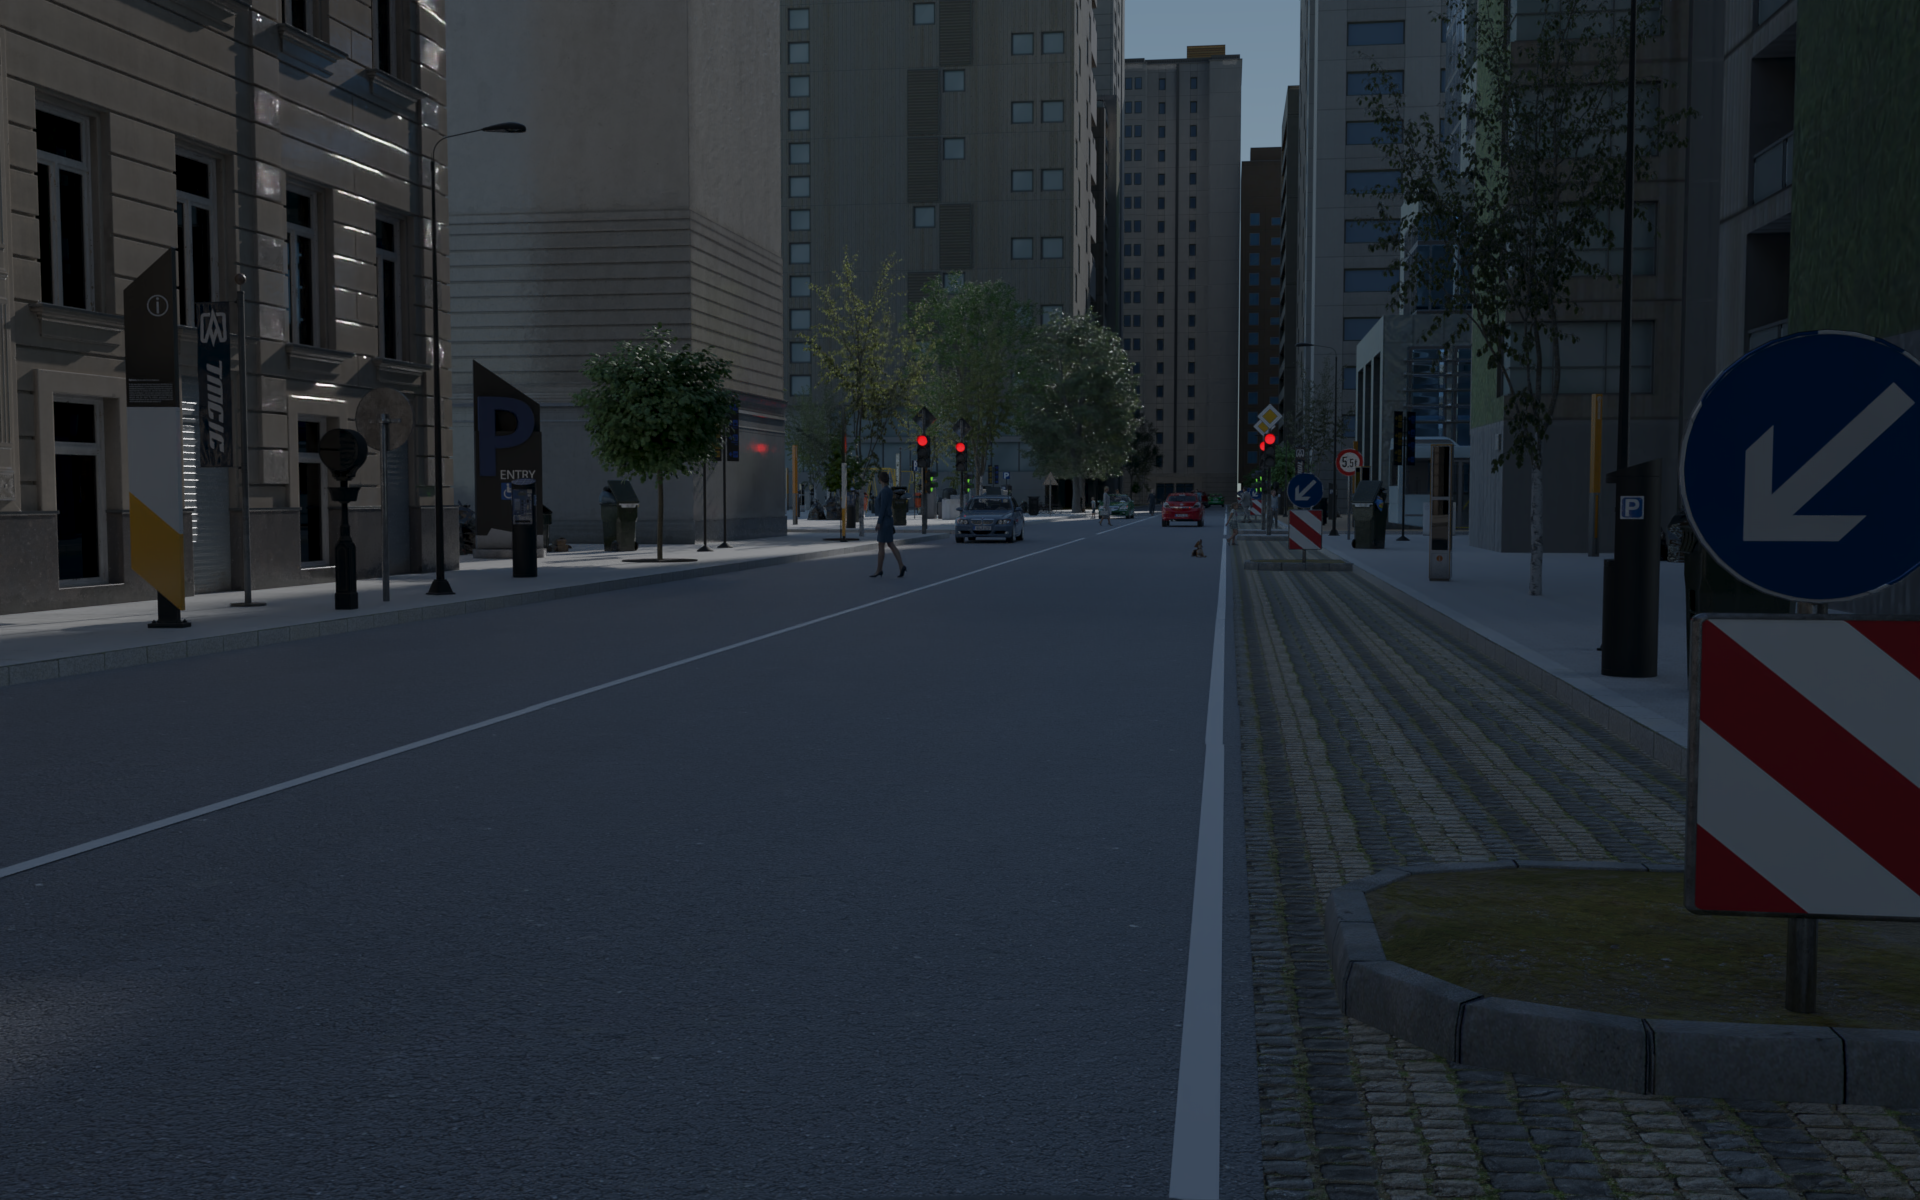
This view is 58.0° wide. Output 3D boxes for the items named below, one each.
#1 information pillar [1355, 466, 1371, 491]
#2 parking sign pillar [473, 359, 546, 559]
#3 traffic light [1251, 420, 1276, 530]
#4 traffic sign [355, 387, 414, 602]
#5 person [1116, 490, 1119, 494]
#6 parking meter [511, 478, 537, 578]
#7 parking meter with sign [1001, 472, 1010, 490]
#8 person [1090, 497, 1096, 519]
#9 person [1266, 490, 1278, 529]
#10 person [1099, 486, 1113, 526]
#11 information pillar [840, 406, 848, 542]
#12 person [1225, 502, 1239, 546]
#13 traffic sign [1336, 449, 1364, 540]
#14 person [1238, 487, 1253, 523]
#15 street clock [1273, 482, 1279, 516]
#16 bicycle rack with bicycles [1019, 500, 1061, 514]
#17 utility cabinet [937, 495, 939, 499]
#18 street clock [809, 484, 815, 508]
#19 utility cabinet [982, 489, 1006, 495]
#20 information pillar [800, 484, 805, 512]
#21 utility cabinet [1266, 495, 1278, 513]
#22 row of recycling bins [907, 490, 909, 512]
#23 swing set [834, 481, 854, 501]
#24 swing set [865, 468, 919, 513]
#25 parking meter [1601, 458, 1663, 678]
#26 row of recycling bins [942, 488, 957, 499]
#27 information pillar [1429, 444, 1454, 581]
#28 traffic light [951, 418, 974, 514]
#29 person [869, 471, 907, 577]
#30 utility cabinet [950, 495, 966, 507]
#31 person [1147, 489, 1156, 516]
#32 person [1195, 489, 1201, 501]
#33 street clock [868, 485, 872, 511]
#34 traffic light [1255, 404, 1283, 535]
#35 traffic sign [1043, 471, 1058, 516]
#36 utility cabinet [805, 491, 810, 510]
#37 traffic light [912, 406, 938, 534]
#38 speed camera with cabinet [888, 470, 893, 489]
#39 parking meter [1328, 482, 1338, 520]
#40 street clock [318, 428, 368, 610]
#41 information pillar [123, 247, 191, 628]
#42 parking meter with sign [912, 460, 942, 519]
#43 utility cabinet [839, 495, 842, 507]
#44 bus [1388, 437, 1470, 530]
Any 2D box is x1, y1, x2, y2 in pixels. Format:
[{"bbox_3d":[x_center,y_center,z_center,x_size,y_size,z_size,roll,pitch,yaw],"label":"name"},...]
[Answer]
[{"bbox_3d":[10.614,-2.520,45.688,0.304,2.012,0.304,-1,4,-20],"label":"information pillar"},{"bbox_3d":[-9.091,-2.837,34.853,1.447,3.967,1.447,-1,4,-20],"label":"parking sign pillar"},{"bbox_3d":[10.817,-4.454,61.745,0.839,4.253,0.868,1,4,9],"label":"traffic light"},{"bbox_3d":[-6.861,-1.256,20.634,0.768,2.556,0.104,1,4,12],"label":"traffic sign"},{"bbox_3d":[12.457,-7.802,136.402,0.599,1.781,0.374,0,4,8],"label":"person"},{"bbox_3d":[-6.711,-1.117,26.678,0.372,1.533,0.369,0,3,0],"label":"parking meter"},{"bbox_3d":[3.502,-8.601,136.879,0.543,3.016,1.738,1,4,13],"label":"parking meter with sign"},{"bbox_3d":[7.763,-5.370,100.980,0.332,1.250,0.352,-2,4,-27],"label":"person"},{"bbox_3d":[12.297,-3.528,67.990,0.589,1.601,0.330,-1,4,-22],"label":"person"},{"bbox_3d":[6.584,-4.246,78.279,0.624,1.780,0.694,1,4,19],"label":"person"},{"bbox_3d":[-3.105,-3.368,46.414,0.183,3.616,0.504,0,4,2],"label":"information pillar"},{"bbox_3d":[7.588,-2.125,48.259,0.382,1.210,0.505,1,4,14],"label":"person"},{"bbox_3d":[10.915,-2.963,48.554,0.768,2.556,0.104,1,4,18],"label":"traffic sign"},{"bbox_3d":[14.001,-4.649,84.791,0.678,1.792,0.850,-3,5,-40],"label":"person"},{"bbox_3d":[18.662,-5.981,102.363,0.358,2.002,0.471,-1,4,-11],"label":"street clock"},{"bbox_3d":[5.127,-6.008,111.610,2.925,0.926,2.852,-1,4,-22],"label":"bicycle rack with bicycles"},{"bbox_3d":[-2.145,-7.556,134.704,1.020,1.237,0.306,0,4,5],"label":"utility cabinet"},{"bbox_3d":[-11.698,-8.205,138.720,0.358,2.002,0.471,0,4,2],"label":"street clock"},{"bbox_3d":[1.440,-4.460,81.599,1.173,1.500,0.318,2,4,25],"label":"utility cabinet"},{"bbox_3d":[-11.410,-7.389,125.297,0.304,2.012,0.304,-2,4,-27],"label":"information pillar"},{"bbox_3d":[21.312,-6.541,118.106,0.306,1.237,1.020,-2,4,-25],"label":"utility cabinet"},{"bbox_3d":[-4.109,-6.945,120.663,1.069,1.692,3.534,0,4,3],"label":"row of recycling bins"},{"bbox_3d":[-8.369,-8.691,139.712,3.119,2.851,2.862,1,4,19],"label":"swing set"},{"bbox_3d":[-4.657,-7.283,116.692,3.119,2.851,2.862,-1,4,-22],"label":"swing set"},{"bbox_3d":[4.738,-0.233,12.219,0.372,1.533,0.369,0,3,0],"label":"parking meter"},{"bbox_3d":[-0.754,-6.784,118.033,1.069,1.692,3.534,0,4,-3],"label":"row of recycling bins"},{"bbox_3d":[7.105,-1.289,25.561,0.304,2.012,0.304,1,4,21],"label":"information pillar"},{"bbox_3d":[0.080,-4.554,63.379,0.839,4.253,0.868,1,4,9],"label":"traffic light"},{"bbox_3d":[-1.246,-1.298,29.738,0.654,1.822,0.581,2,4,30],"label":"person"},{"bbox_3d":[-0.123,-6.349,114.972,1.020,1.237,0.306,0,4,8],"label":"utility cabinet"},{"bbox_3d":[12.642,-6.434,114.125,0.576,1.772,0.534,-1,4,-18],"label":"person"},{"bbox_3d":[18.127,-7.541,131.813,0.660,1.820,0.620,3,4,38],"label":"person"},{"bbox_3d":[-6.932,-7.901,133.749,0.358,2.002,0.471,0,4,-6],"label":"street clock"},{"bbox_3d":[9.600,-3.971,53.853,0.839,4.253,0.868,1,4,9],"label":"traffic light"},{"bbox_3d":[5.192,-6.093,99.617,0.884,2.594,0.081,1,4,13],"label":"traffic sign"},{"bbox_3d":[-12.057,-7.812,136.405,0.318,1.500,1.173,-1,4,-12],"label":"utility cabinet"},{"bbox_3d":[-1.137,-4.071,55.486,0.839,4.253,0.868,1,4,9],"label":"traffic light"},{"bbox_3d":[-5.028,-8.861,139.205,0.660,3.252,2.038,-3,5,-44],"label":"speed camera with cabinet"},{"bbox_3d":[18.564,-4.925,86.230,0.399,1.863,0.255,3,4,38],"label":"parking meter"},{"bbox_3d":[-6.828,-0.896,19.222,0.471,2.002,0.358,0,4,7],"label":"street clock"},{"bbox_3d":[-7.679,-1.540,16.536,0.504,3.616,0.183,0,3,0],"label":"information pillar"},{"bbox_3d":[-1.565,-5.693,89.347,1.738,3.016,0.543,1,4,19],"label":"parking meter with sign"},{"bbox_3d":[-8.406,-6.815,122.581,0.306,1.237,1.020,0,4,-5],"label":"utility cabinet"},{"bbox_3d":[20.696,-3.718,55.650,13.247,3.499,2.948,0,4,7],"label":"bus"}]
